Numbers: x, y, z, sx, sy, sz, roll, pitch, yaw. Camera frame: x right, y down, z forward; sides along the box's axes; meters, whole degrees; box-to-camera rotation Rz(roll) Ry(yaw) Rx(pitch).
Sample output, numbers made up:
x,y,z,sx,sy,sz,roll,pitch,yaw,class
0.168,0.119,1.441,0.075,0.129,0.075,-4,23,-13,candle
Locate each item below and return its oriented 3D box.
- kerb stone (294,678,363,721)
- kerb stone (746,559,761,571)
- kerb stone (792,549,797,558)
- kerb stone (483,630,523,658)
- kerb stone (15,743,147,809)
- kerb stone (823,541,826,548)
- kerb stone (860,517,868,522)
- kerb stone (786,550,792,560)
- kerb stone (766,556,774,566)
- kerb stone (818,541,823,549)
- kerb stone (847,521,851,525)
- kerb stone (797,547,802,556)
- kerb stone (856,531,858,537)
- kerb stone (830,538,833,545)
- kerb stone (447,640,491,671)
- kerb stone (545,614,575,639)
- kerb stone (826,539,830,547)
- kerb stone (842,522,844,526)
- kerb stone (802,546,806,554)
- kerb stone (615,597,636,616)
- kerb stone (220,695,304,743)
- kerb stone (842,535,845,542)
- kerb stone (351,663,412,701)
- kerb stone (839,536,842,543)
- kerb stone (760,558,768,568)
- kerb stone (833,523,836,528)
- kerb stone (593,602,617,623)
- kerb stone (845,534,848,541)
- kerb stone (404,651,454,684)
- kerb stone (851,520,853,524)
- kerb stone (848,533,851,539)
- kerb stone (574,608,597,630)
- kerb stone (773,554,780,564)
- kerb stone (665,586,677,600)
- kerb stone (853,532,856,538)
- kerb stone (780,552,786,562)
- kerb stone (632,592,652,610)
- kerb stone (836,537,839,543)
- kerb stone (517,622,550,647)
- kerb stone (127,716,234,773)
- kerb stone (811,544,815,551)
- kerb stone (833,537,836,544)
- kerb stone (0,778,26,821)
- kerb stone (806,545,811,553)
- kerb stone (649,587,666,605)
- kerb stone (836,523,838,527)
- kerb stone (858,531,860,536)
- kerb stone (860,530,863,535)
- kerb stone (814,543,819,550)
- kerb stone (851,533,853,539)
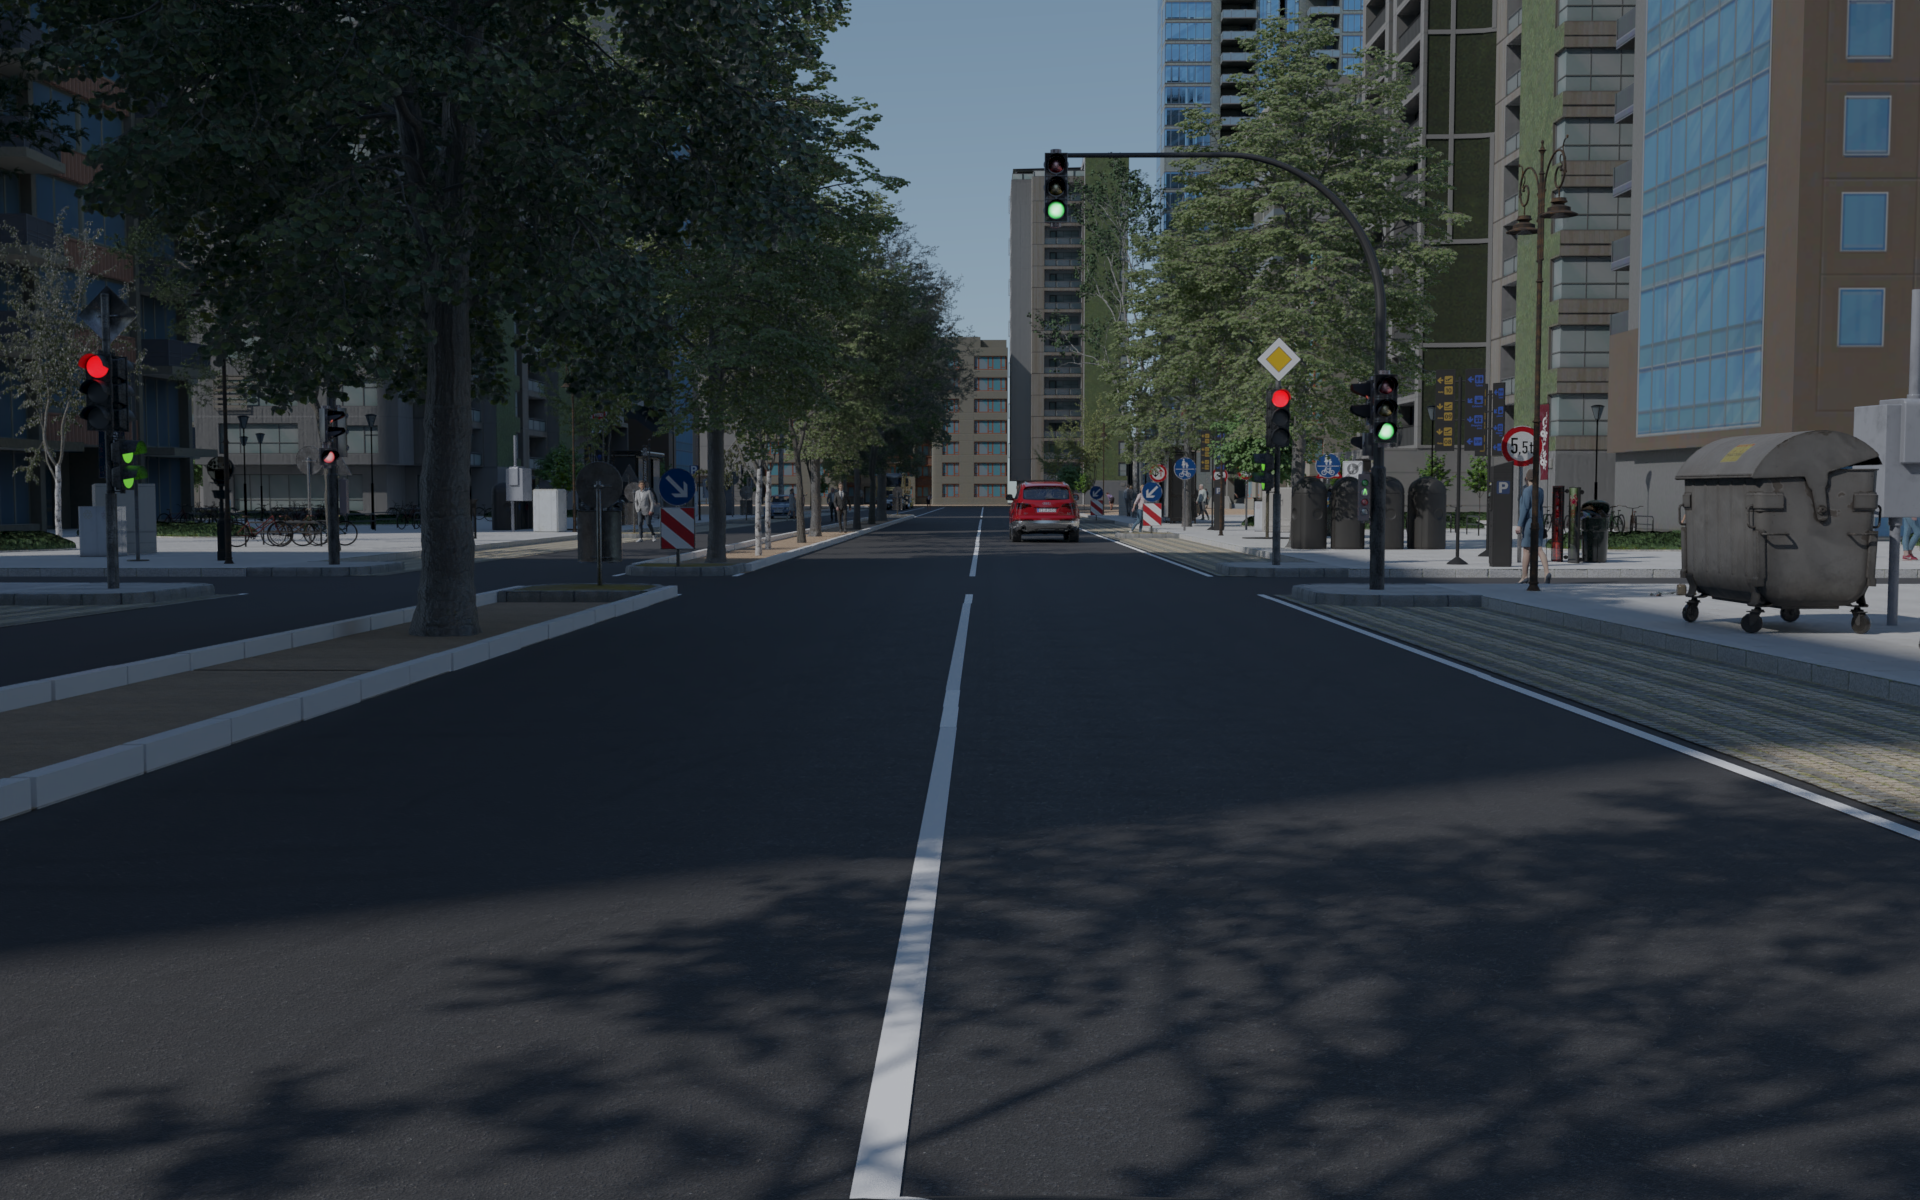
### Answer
x,y,z,sx,sy,sz,roll,pitch,yaw,class
-4.199,0.658,11.437,0.120,0.150,1.000,0,4,1,kerb stone
-3.899,-0.622,32.461,0.120,0.150,1.000,0,4,1,kerb stone
-3.808,-1.002,38.611,0.120,0.150,1.000,0,4,1,kerb stone
-4.141,0.407,15.549,0.120,0.150,1.000,0,4,1,kerb stone
-4.246,0.848,8.366,0.120,0.150,1.000,0,4,1,kerb stone
-3.711,-1.439,45.769,0.120,0.150,1.000,0,4,1,kerb stone
-5.124,-4.325,92.956,0.120,0.150,1.000,0,4,1,kerb stone
-3.824,-0.941,37.585,0.120,0.150,1.000,0,4,1,kerb stone
-3.870,-0.753,34.507,0.120,0.150,1.000,0,4,1,kerb stone
-3.722,-1.378,44.747,0.120,0.150,1.000,0,4,1,kerb stone
-5.309,-3.576,80.667,0.120,0.150,1.000,0,4,1,kerb stone
-3.798,-1.067,39.633,0.120,0.150,1.000,0,4,1,kerb stone
-3.543,-2.132,57.053,0.120,0.150,1.000,0,4,1,kerb stone
-3.677,-1.560,47.815,0.120,0.150,1.000,0,4,1,kerb stone
-4.156,0.472,14.528,0.120,0.150,1.000,0,4,1,kerb stone
-4.114,0.281,17.604,0.120,0.150,1.000,0,4,1,kerb stone
-3.694,-1.502,46.792,0.120,0.150,1.000,0,4,1,kerb stone
-5.362,-3.324,76.570,0.120,0.150,1.000,0,4,1,kerb stone
-3.782,-1.126,40.659,0.120,0.150,1.000,0,4,1,kerb stone
-4.066,0.096,20.679,0.120,0.150,1.000,0,4,1,kerb stone
-4.221,0.721,10.415,0.120,0.150,1.000,0,4,1,kerb stone
-3.615,-1.816,51.927,0.120,0.150,1.000,0,4,1,kerb stone
-4.192,0.594,12.480,0.120,0.150,1.000,0,4,1,kerb stone
-3.629,-1.756,50.900,0.120,0.150,1.000,0,4,1,kerb stone
-3.888,-0.686,33.485,0.120,0.150,1.000,0,4,1,kerb stone
-5.417,-3.075,72.475,0.120,0.150,1.000,0,4,1,kerb stone
-4.085,0.155,19.657,0.120,0.150,1.000,0,4,1,kerb stone
-3.597,-1.881,52.956,0.120,0.150,1.000,0,4,1,kerb stone
-4.181,0.534,13.503,0.120,0.150,1.000,0,4,1,kerb stone
-5.285,-3.639,81.689,0.120,0.150,1.000,0,4,1,kerb stone
-3.578,-1.944,53.983,0.120,0.150,1.000,0,4,1,kerb stone
-4.101,0.222,18.630,0.120,0.150,1.000,0,4,1,kerb stone
-3.857,-0.816,35.535,0.120,0.150,1.000,0,4,1,kerb stone
-4.023,-0.095,23.746,0.120,0.150,1.000,0,4,1,kerb stone
-3.552,-2.069,56.031,0.120,0.150,1.000,0,4,1,kerb stone
-3.840,-0.878,36.557,0.120,0.150,1.000,0,4,1,kerb stone
-4.050,0.033,21.701,0.120,0.150,1.000,0,4,1,kerb stone
-3.646,-1.693,49.878,0.120,0.150,1.000,0,4,1,kerb stone
-4.130,0.344,16.577,0.120,0.150,1.000,0,4,1,kerb stone
-4.231,0.783,9.393,0.120,0.150,1.000,0,4,1,kerb stone
-3.755,-1.251,42.703,0.120,0.150,1.000,0,4,1,kerb stone
-3.664,-1.630,48.853,0.120,0.150,1.000,0,4,1,kerb stone
-4.267,0.910,7.330,0.120,0.150,1.000,0,4,1,kerb stone
-3.764,-1.192,41.681,0.120,0.150,1.000,0,4,1,kerb stone
-4.037,-0.031,22.724,0.120,0.150,1.000,0,4,1,kerb stone
-5.403,-3.138,73.499,0.120,0.150,1.000,0,4,1,kerb stone
-3.524,-2.191,58.075,0.120,0.150,1.000,0,4,1,kerb stone
-3.502,-2.257,59.104,0.120,0.150,1.000,0,4,1,kerb stone
-3.736,-1.307,43.725,0.120,0.150,1.000,0,4,1,kerb stone
-3.572,-2.004,55.009,0.120,0.150,1.000,0,4,1,kerb stone
